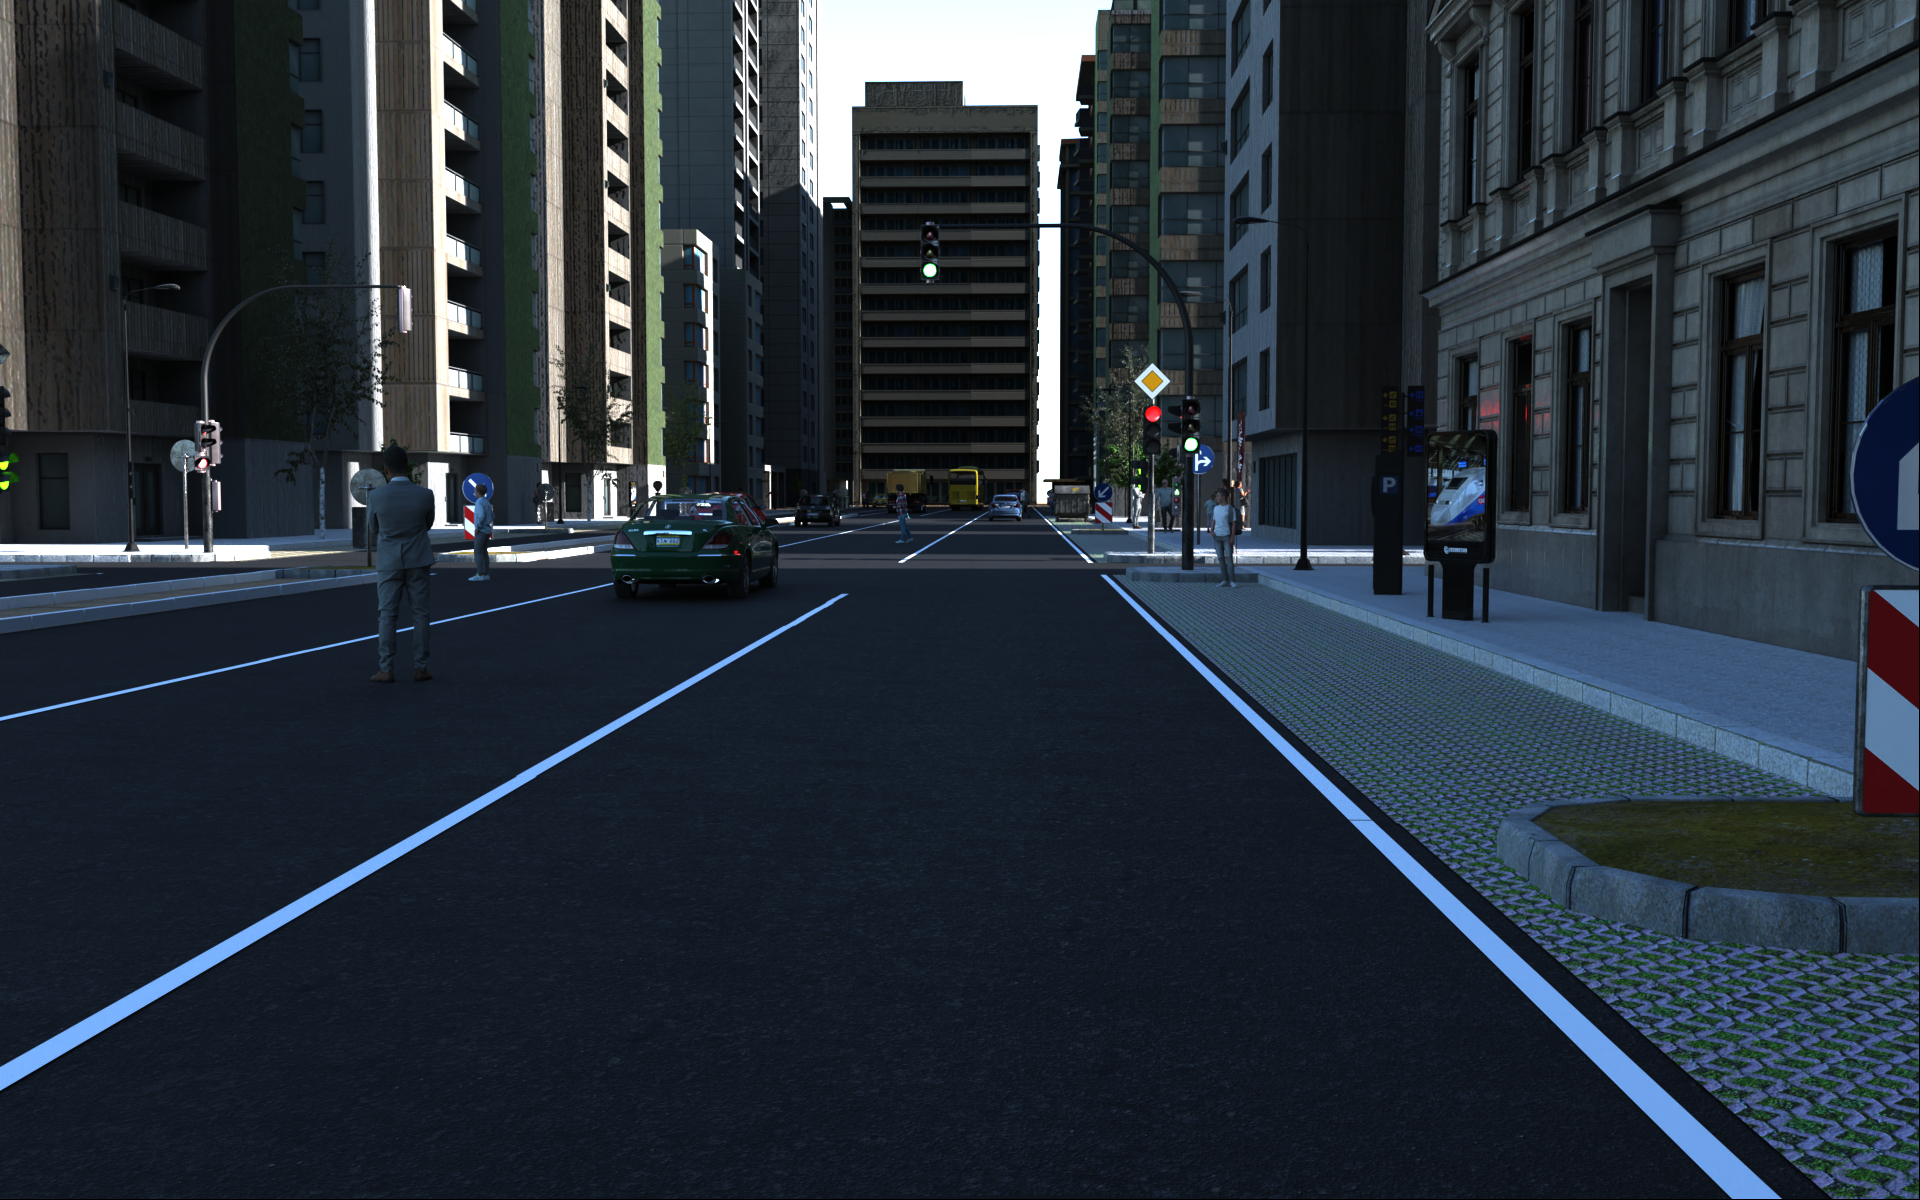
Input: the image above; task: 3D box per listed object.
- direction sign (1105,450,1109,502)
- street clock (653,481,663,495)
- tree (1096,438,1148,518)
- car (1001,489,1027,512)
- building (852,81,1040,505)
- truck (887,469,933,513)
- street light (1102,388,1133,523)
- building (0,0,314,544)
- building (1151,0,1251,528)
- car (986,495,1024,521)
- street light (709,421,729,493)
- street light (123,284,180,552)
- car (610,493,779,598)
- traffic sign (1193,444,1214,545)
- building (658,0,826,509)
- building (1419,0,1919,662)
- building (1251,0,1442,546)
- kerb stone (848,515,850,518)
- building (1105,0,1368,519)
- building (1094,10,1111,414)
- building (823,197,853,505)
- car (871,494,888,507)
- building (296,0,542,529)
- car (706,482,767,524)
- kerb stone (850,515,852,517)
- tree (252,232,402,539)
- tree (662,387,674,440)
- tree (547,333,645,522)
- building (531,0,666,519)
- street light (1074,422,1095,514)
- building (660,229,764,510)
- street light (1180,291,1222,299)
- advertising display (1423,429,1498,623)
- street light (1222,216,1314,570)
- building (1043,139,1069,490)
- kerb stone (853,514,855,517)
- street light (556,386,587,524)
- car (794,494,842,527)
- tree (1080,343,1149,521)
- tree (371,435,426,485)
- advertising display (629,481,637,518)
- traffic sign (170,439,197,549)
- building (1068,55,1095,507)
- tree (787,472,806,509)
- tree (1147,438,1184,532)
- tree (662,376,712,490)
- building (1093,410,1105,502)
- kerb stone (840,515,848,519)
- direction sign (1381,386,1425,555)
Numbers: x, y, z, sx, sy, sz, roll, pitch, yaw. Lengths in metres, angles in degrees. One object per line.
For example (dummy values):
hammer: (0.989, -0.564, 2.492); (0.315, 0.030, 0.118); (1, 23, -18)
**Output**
direction sign: (7.644, -6.000, 90.104); (0.379, 3.537, 0.876); (0, 4, -3)
street clock: (-16.336, -5.449, 93.658); (0.471, 2.002, 0.358); (1, 4, 10)
tree: (9.111, -6.814, 95.120); (4.285, 4.588, 4.351); (0, 3, 0)
car: (4.383, -7.928, 138.292); (2.281, 1.827, 5.304); (0, 4, 2)
building: (-1.362, -35.685, 207.143); (21.600, 48.544, 21.300); (0, 4, 2)
truck: (-3.991, -8.399, 133.240); (3.469, 3.379, 9.791); (0, 4, 2)
street light: (6.909, -6.330, 76.029); (1.470, 5.913, 1.316); (0, 4, 2)
building: (-27.557, -16.834, 46.943); (14.160, 30.474, 14.107); (0, 4, 2)
building: (14.756, -23.696, 71.030); (14.154, 41.232, 14.086); (0, 4, 2)
car: (2.398, -4.916, 92.380); (2.014, 1.417, 4.499); (0, 4, 1)
street light: (-15.460, -8.458, 110.832); (1.470, 5.913, 1.316); (0, 4, 2)
street light: (-17.949, -4.032, 38.464); (1.470, 5.913, 1.316); (0, 4, 2)
car: (-3.784, -0.821, 25.229); (2.131, 1.459, 4.920); (0, 4, 2)
traffic sign: (6.046, -2.675, 43.843); (0.768, 2.556, 0.104); (0, 4, 7)
building: (-25.196, -45.173, 176.831); (20.611, 71.187, 20.563); (0, 4, 2)
building: (11.726, -9.353, 17.544); (10.561, 19.102, 19.286); (0, 4, 2)
building: (14.679, -16.734, 45.307); (14.107, 30.474, 14.160); (0, 4, 2)
kerb stone: (-6.884, -5.026, 104.368); (0.120, 0.150, 1.000); (0, 4, 2)
building: (15.778, -20.373, 104.804); (14.160, 30.474, 14.107); (0, 4, 2)
building: (18.607, -28.542, 150.253); (14.154, 41.232, 14.086); (0, 4, 2)
building: (-23.946, -31.935, 214.012); (23.993, 40.220, 32.217); (0, 4, 2)
car: (-8.545, -10.835, 187.368); (2.015, 1.641, 3.980); (0, 4, 1)
building: (-25.683, -23.549, 68.619); (14.154, 41.232, 14.086); (0, 4, 2)
car: (-6.978, -2.645, 52.293); (2.155, 1.783, 4.494); (0, 4, 3)
kerb stone: (-6.852, -5.089, 105.403); (0.120, 0.150, 1.000); (0, 4, 2)
tree: (-18.189, -6.059, 49.435); (4.360, 8.622, 3.978); (0, 3, 0)
tree: (-18.906, -9.234, 101.343); (4.360, 8.622, 3.978); (0, 3, 0)
tree: (-16.993, -7.922, 79.895); (4.360, 8.622, 3.978); (0, 3, 0)
building: (-23.957, -19.526, 90.957); (14.160, 30.474, 14.107); (0, 4, 2)
street light: (8.090, -8.543, 112.215); (1.470, 5.913, 1.316); (0, 4, 2)
building: (-30.473, -17.314, 128.126); (27.650, 21.520, 28.899); (0, 4, 2)
street light: (5.663, -4.116, 39.845); (1.470, 5.913, 1.316); (0, 4, 2)
advertising display: (5.086, -0.761, 17.649); (0.123, 1.923, 0.974); (-2, 4, -23)
street light: (5.267, -3.460, 29.118); (1.470, 5.913, 1.316); (0, 4, 2)
building: (24.462, -33.749, 206.414); (28.867, 44.769, 22.147); (0, 4, 2)
kerb stone: (-6.790, -5.214, 107.447); (0.120, 0.150, 1.000); (0, 4, 2)
street light: (-16.723, -6.245, 74.648); (1.470, 5.913, 1.316); (0, 4, 2)
car: (-6.297, -4.098, 76.781); (2.009, 1.686, 4.222); (0, 4, 2)
tree: (8.122, -8.107, 82.905); (4.360, 8.622, 3.978); (0, 3, 0)
tree: (-17.999, -3.681, 54.791); (1.663, 3.219, 1.824); (0, 3, 0)
advertising display: (-16.430, -4.999, 86.947); (0.123, 1.923, 0.974); (0, 4, 5)
traffic sign: (-18.085, -2.466, 40.426); (0.768, 2.556, 0.104); (0, 4, 8)
building: (22.553, -31.642, 171.970); (22.147, 44.769, 28.867); (0, 4, 2)
tree: (-14.494, -9.756, 154.116); (1.663, 3.219, 1.824); (0, 3, 0)
tree: (7.227, -3.981, 59.697); (1.663, 3.219, 1.824); (0, 3, 0)
tree: (-17.246, -9.577, 106.951); (4.737, 8.622, 4.395); (0, 3, 0)
building: (21.699, -49.725, 125.668); (22.319, 86.520, 31.000); (0, 4, 2)
kerb stone: (-6.923, -4.963, 103.347); (0.120, 0.150, 1.000); (0, 4, 2)
direction sign: (9.259, -2.709, 36.284); (0.876, 3.537, 0.379); (1, 4, 11)
